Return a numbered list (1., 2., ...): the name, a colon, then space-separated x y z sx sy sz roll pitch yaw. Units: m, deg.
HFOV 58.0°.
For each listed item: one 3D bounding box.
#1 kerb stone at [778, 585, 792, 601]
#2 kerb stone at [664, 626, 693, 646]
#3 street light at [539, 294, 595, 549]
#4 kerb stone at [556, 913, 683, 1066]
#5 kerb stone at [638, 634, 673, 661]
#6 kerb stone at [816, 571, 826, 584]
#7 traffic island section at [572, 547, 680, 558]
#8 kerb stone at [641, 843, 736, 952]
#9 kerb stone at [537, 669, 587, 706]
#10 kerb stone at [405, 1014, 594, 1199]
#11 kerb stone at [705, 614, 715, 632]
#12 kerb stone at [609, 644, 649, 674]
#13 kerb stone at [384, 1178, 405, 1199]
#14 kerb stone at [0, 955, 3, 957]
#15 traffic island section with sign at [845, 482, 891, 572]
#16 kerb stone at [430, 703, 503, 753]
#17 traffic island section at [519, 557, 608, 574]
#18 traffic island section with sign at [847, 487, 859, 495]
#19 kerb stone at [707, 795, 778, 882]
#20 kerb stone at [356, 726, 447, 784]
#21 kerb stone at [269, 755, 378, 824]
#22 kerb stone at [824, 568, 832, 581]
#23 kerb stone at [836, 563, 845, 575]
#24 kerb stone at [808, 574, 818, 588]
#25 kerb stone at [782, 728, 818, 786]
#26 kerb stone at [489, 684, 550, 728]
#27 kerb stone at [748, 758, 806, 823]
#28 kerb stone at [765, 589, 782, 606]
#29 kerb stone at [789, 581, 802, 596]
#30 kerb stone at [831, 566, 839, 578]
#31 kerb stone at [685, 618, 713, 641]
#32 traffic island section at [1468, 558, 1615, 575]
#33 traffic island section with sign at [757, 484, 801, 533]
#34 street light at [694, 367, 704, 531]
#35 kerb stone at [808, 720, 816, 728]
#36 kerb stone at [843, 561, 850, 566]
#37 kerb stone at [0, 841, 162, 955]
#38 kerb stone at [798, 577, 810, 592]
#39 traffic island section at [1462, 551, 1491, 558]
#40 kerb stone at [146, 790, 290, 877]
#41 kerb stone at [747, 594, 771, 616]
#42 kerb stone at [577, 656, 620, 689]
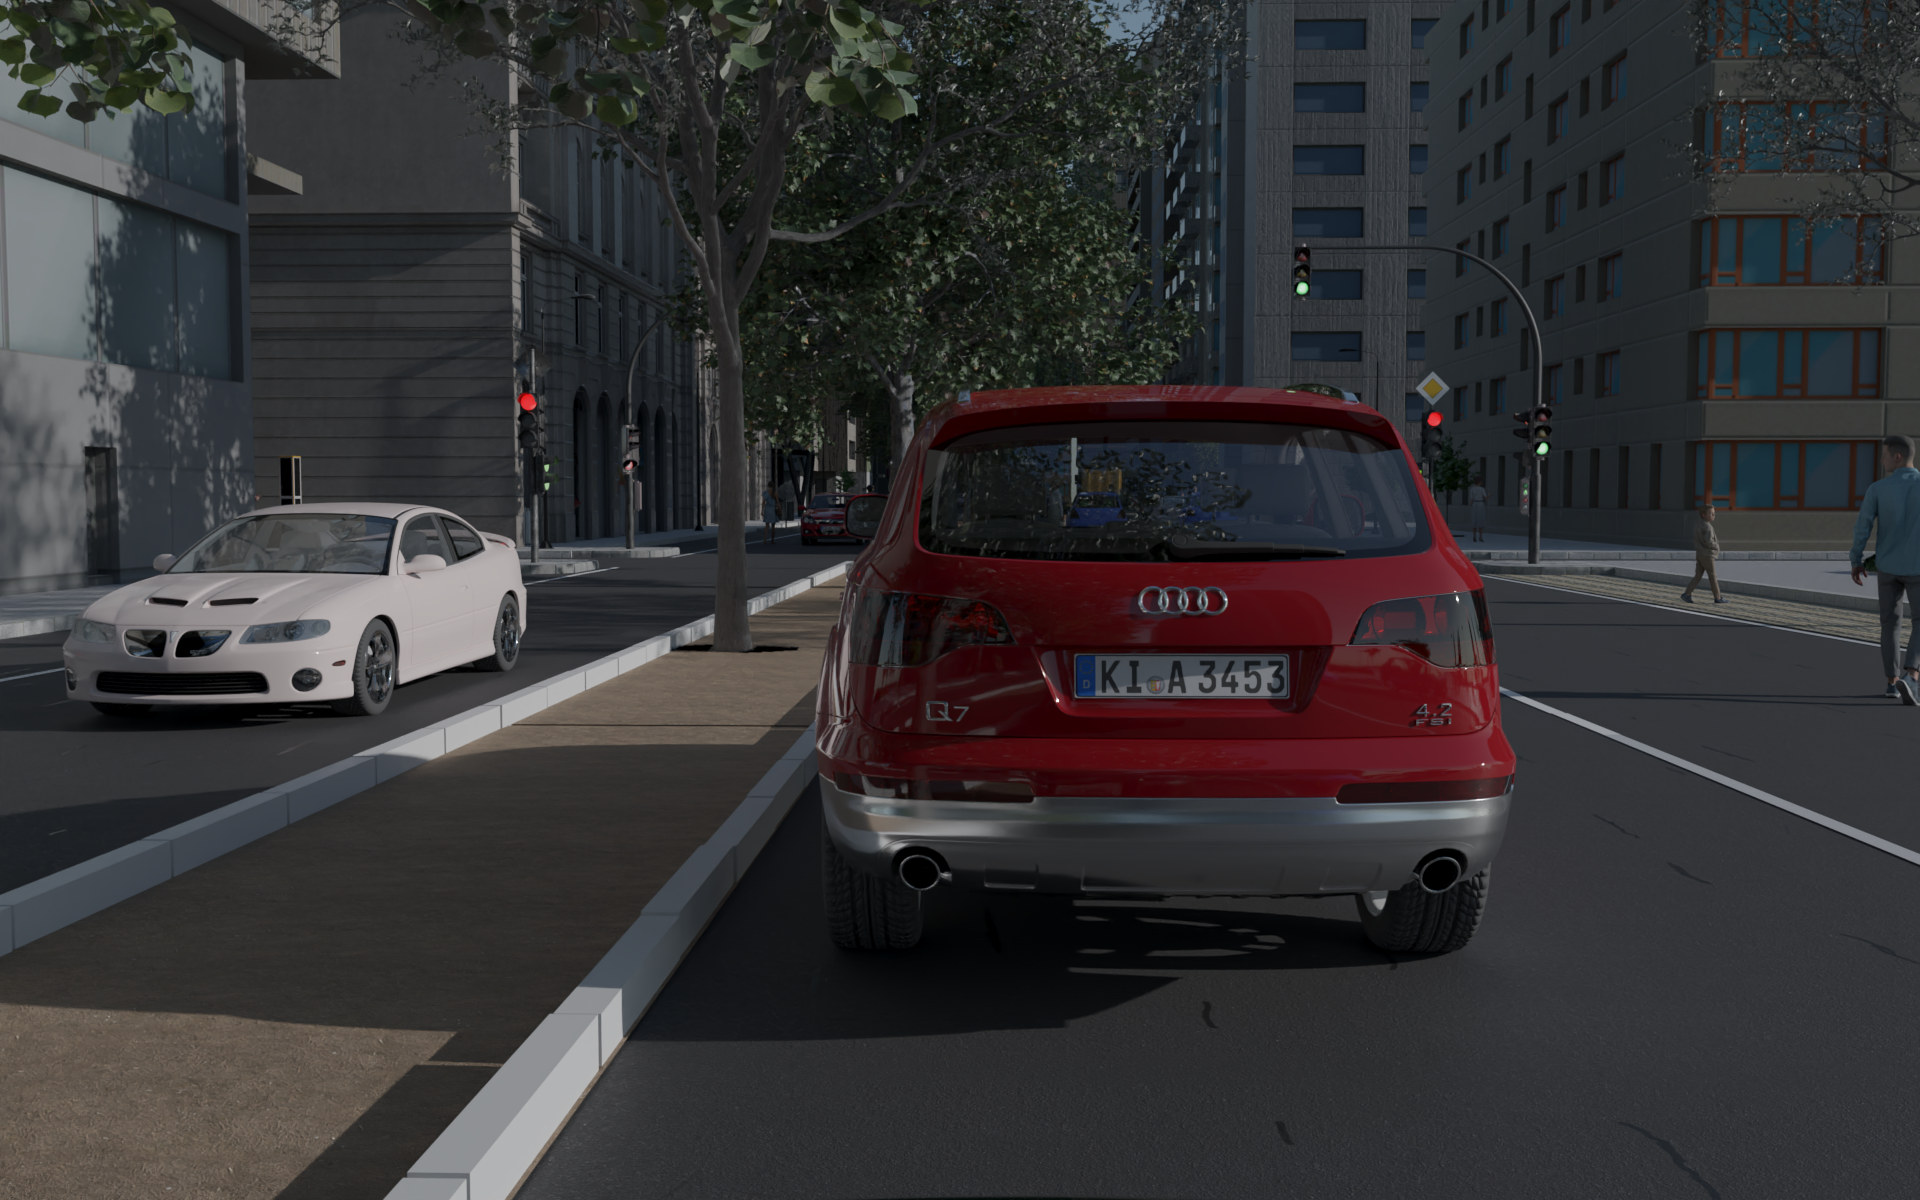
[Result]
1. kerb stone: -2.416 -0.068 23.316 0.120 0.150 1.000 0 4 2
2. kerb stone: -2.666 0.375 16.152 0.120 0.150 1.000 0 4 2
3. street light: -9.176 -4.152 40.429 1.470 5.913 1.316 0 4 2
4. kerb stone: -0.934 1.072 4.804 0.120 0.150 1.000 0 4 2
5. kerb stone: -2.692 0.432 15.130 0.120 0.150 1.000 0 4 2
6. kerb stone: -2.284 -0.319 27.404 0.120 0.150 1.000 0 4 2
7. traffic island section: -7.718 -1.110 40.424 2.009 0.180 2.903 0 4 2
8. kerb stone: -0.904 1.001 5.825 0.120 0.150 1.000 0 4 2
9. kerb stone: -2.795 0.621 12.050 0.120 0.150 1.000 0 4 2
10. kerb stone: -0.969 1.127 3.776 0.120 0.150 1.000 0 4 2
11. kerb stone: -2.590 0.247 18.194 0.120 0.150 1.000 0 4 2
12. kerb stone: -2.723 0.498 14.102 0.120 0.150 1.000 0 4 2
13. kerb stone: -1.001 1.189 2.752 0.120 0.150 1.000 0 4 2
14. kerb stone: -3.026 1.058 4.890 0.120 0.150 1.000 0 4 2
15. traffic island section with sign: -1.061 -1.487 32.449 2.006 1.907 1.989 0 4 2
16. kerb stone: -2.866 0.747 10.008 0.120 0.150 1.000 0 4 2
17. traffic island section: -7.983 -0.622 32.443 2.009 0.180 2.903 0 4 2
18. traffic island section with sign: -5.674 -5.118 92.308 1.989 1.847 2.006 0 4 2
19. kerb stone: -0.861 0.943 6.847 0.120 0.150 1.000 0 4 2
20. kerb stone: -2.900 0.808 8.986 0.120 0.150 1.000 0 4 2
21. kerb stone: -2.931 0.873 7.959 0.120 0.150 1.000 0 4 2
22. kerb stone: -2.255 -0.381 28.430 0.120 0.150 1.000 0 4 2
23. kerb stone: -2.181 -0.506 30.472 0.120 0.150 1.000 0 4 2
24. kerb stone: -2.324 -0.254 26.383 0.120 0.150 1.000 0 4 2
25. kerb stone: -0.792 0.816 8.907 0.120 0.150 1.000 0 4 2
26. kerb stone: -2.825 0.683 11.029 0.120 0.150 1.000 0 4 2
27. kerb stone: -0.833 0.879 7.876 0.120 0.150 1.000 0 4 2
28. kerb stone: -2.459 -0.005 22.294 0.120 0.150 1.000 0 4 2
29. kerb stone: -2.384 -0.127 24.339 0.120 0.150 1.000 0 4 2
30. kerb stone: -2.216 -0.444 29.451 0.120 0.150 1.000 0 4 2
31. kerb stone: -2.625 0.311 17.173 0.120 0.150 1.000 0 4 2
32. traffic island section: 10.548 -0.584 31.827 2.009 0.180 2.903 0 4 2
33. traffic island section with sign: -6.561 -3.470 65.365 1.989 1.847 2.006 0 4 2
34. street light: -8.530 -5.349 59.993 1.470 5.913 1.316 0 4 2
35. kerb stone: -0.759 0.750 9.929 0.120 0.150 1.000 0 4 2
36. kerb stone: -2.151 -0.570 31.507 0.120 0.150 1.000 0 4 2
37. kerb stone: -2.997 0.996 5.912 0.120 0.150 1.000 0 4 2
38. kerb stone: -2.351 -0.194 25.362 0.120 0.150 1.000 0 4 2
39. traffic island section: 10.813 -1.072 39.807 2.009 0.180 2.903 0 4 2
40. kerb stone: -2.965 0.933 6.935 0.120 0.150 1.000 0 4 2
41. kerb stone: -2.483 0.057 21.268 0.120 0.150 1.000 0 4 2
42. kerb stone: -2.759 0.563 13.081 0.120 0.150 1.000 0 4 2
